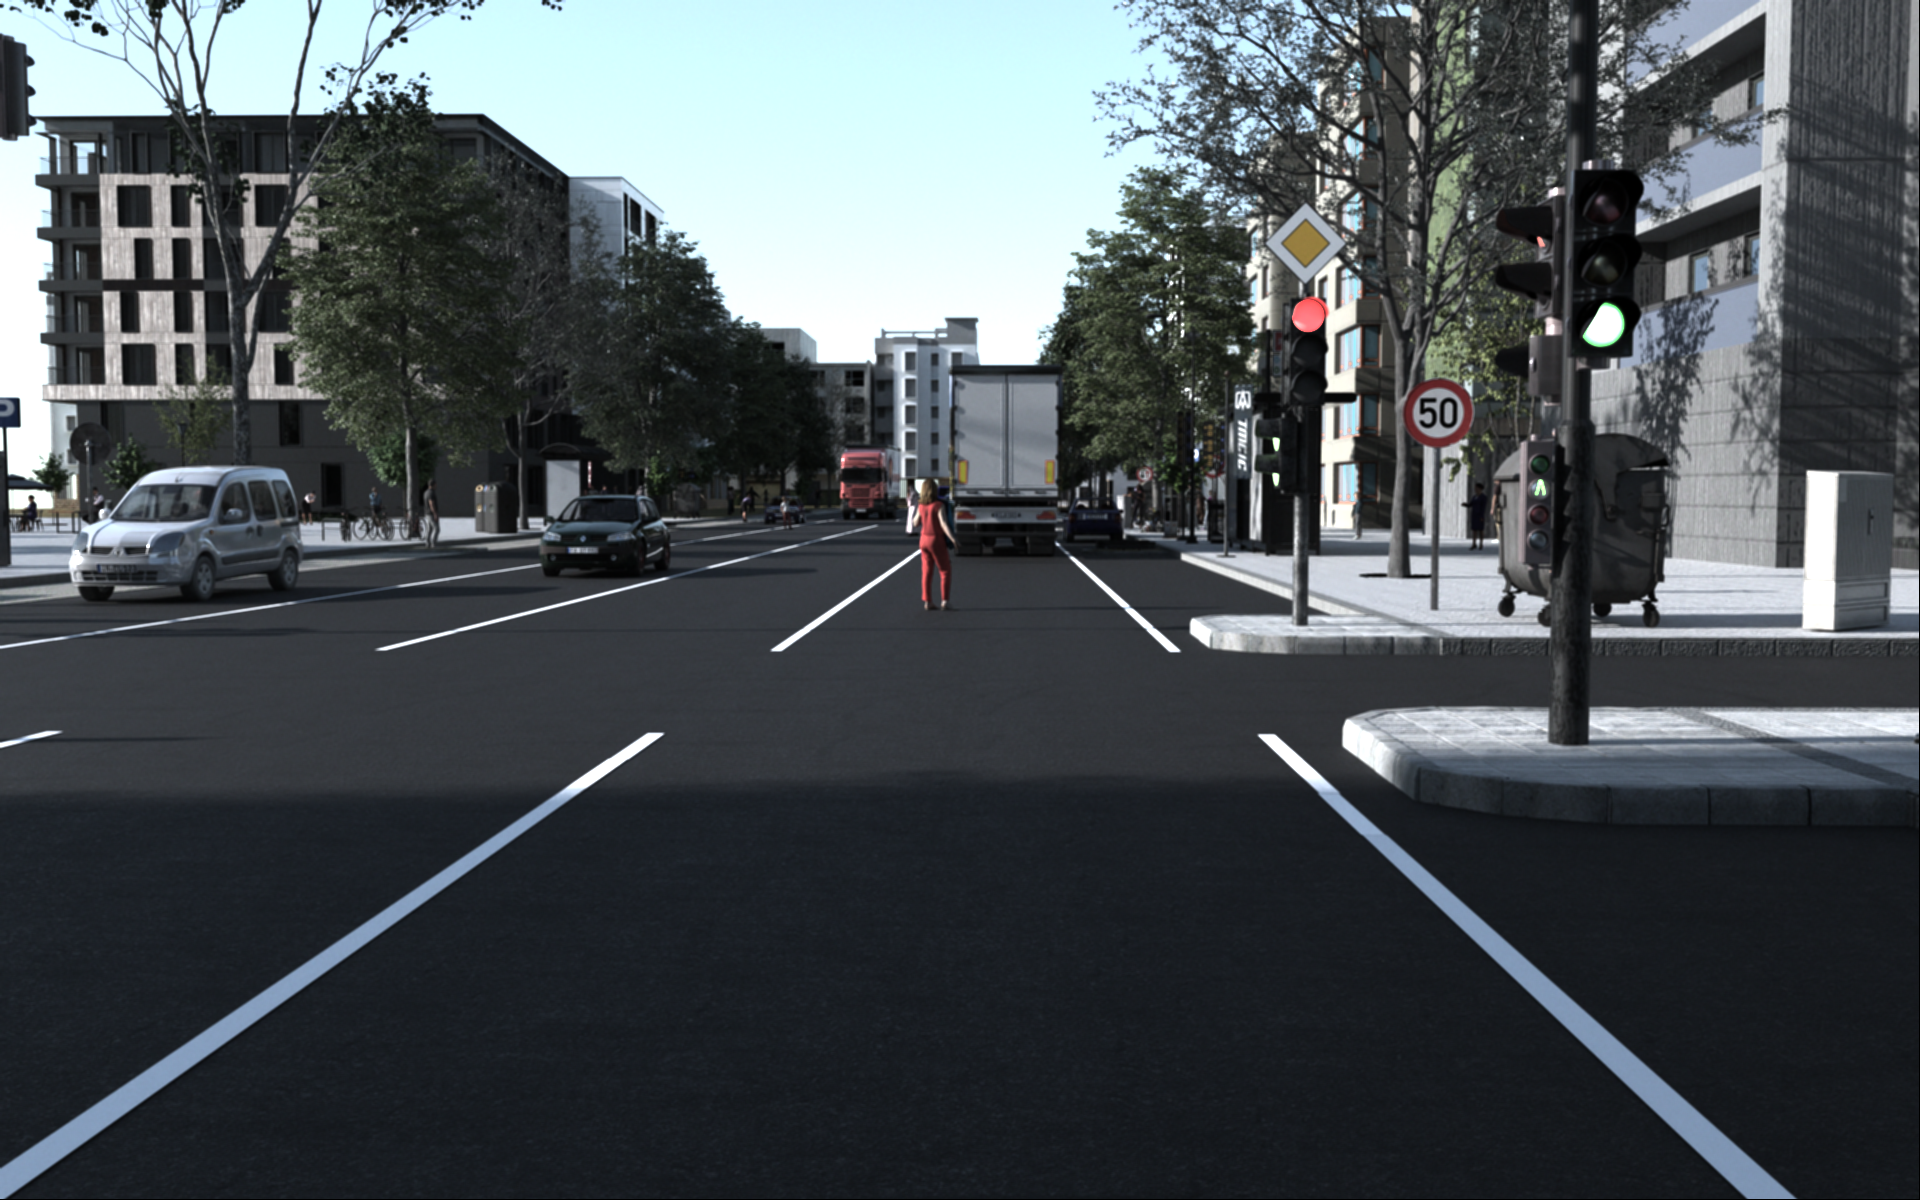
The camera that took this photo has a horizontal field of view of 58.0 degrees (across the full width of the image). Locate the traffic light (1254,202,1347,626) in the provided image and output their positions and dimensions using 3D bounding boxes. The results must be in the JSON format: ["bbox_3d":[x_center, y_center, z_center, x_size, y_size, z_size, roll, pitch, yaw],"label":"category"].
[{"bbox_3d":[3.307,-1.706,16.822,0.839,4.253,0.868,0,4,1],"label":"traffic light"}]

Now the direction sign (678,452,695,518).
[{"bbox_3d":[-14.487,-6.099,91.714,0.876,3.537,0.379,-1,4,-9],"label":"direction sign"}]

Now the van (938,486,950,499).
[{"bbox_3d":[-0.824,-8.247,139.214,2.240,2.365,5.245,0,4,3],"label":"van"}]

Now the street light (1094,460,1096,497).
[{"bbox_3d":[6.634,-7.301,91.910,1.470,5.913,1.316,0,4,1],"label":"street light"}]

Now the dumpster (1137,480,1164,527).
[{"bbox_3d":[7.694,-3.855,68.789,1.264,1.857,1.865,0,4,1],"label":"dumpster"}]

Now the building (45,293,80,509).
[{"bbox_3d":[-71.293,-18.198,153.961,11.380,20.091,16.016,0,4,1],"label":"building"}]

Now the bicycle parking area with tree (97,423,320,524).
[{"bbox_3d":[-31.666,-5.269,73.155,9.016,4.147,8.231,1,4,16],"label":"bicycle parking area with tree"}]

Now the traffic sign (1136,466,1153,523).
[{"bbox_3d":[8.317,-4.762,77.958,0.768,2.556,0.104,0,4,6],"label":"traffic sign"}]

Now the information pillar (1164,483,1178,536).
[{"bbox_3d":[6.413,-2.943,52.611,0.304,2.012,0.304,-3,4,-38],"label":"information pillar"}]

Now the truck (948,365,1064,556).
[{"bbox_3d":[1.057,-3.318,43.164,2.839,4.237,11.283,0,4,1],"label":"truck"}]

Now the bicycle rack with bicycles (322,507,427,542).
[{"bbox_3d":[-16.315,-2.105,47.798,2.852,0.926,2.925,-3,4,-37],"label":"bicycle rack with bicycles"}]

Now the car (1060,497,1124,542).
[{"bbox_3d":[4.022,-2.450,52.633,1.945,1.354,3.894,0,4,2],"label":"car"}]

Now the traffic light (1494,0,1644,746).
[{"bbox_3d":[1.018,-2.084,8.749,4.771,5.953,1.251,0,4,1],"label":"traffic light"}]

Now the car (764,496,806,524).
[{"bbox_3d":[-8.487,-4.370,84.024,1.945,1.354,3.894,0,4,0],"label":"car"}]

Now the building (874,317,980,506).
[{"bbox_3d":[-3.577,-20.517,191.878,11.380,20.091,16.016,0,4,1],"label":"building"}]

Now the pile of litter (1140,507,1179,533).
[{"bbox_3d":[6.664,-2.698,58.080,1.176,0.858,1.719,-2,4,-27],"label":"pile of litter"}]

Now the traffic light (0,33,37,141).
[{"bbox_3d":[-11.656,-2.602,17.205,4.771,5.953,1.251,0,4,1],"label":"traffic light"}]

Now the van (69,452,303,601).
[{"bbox_3d":[-10.861,-1.069,24.490,2.013,2.044,4.112,0,4,3],"label":"van"}]

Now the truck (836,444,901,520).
[{"bbox_3d":[-5.152,-6.795,100.017,2.839,4.237,11.283,0,4,3],"label":"truck"}]

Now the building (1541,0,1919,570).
[{"bbox_3d":[28.259,-29.995,32.414,28.212,58.520,21.231,0,4,1],"label":"building"}]

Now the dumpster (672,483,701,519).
[{"bbox_3d":[-14.264,-5.174,90.356,1.264,1.857,1.865,0,4,1],"label":"dumpster"}]

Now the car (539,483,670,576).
[{"bbox_3d":[-6.377,-1.319,31.353,2.009,1.686,4.222,0,4,0],"label":"car"}]

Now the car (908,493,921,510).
[{"bbox_3d":[-3.731,-8.899,154.536,2.155,1.783,4.494,0,4,0],"label":"car"}]

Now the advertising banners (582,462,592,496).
[{"bbox_3d":[-16.333,-4.855,75.572,0.090,3.025,2.074,-2,4,-25],"label":"advertising banners"}]

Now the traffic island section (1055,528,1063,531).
[{"bbox_3d":[4.600,-2.809,68.786,1.991,0.108,1.994,0,4,1],"label":"traffic island section"}]

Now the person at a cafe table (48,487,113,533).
[{"bbox_3d":[-28.997,-2.991,57.426,1.698,1.524,1.622,3,4,36],"label":"person at a cafe table"}]

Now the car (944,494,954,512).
[{"bbox_3d":[-0.368,-6.538,118.695,2.131,1.459,4.920,0,4,1],"label":"car"}]

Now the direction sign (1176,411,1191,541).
[{"bbox_3d":[6.153,-3.404,47.651,0.379,3.537,0.876,2,4,32],"label":"direction sign"}]

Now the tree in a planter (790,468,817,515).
[{"bbox_3d":[-10.957,-7.499,119.829,1.991,3.239,1.994,0,4,1],"label":"tree in a planter"}]

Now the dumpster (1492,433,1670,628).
[{"bbox_3d":[6.202,-0.708,17.337,1.264,1.857,1.865,0,4,2],"label":"dumpster"}]

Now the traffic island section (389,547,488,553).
[{"bbox_3d":[-12.834,-1.227,42.920,1.991,0.108,1.994,0,4,1],"label":"traffic island section"}]

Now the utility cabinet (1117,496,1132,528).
[{"bbox_3d":[6.208,-3.312,65.314,0.306,1.237,1.020,-1,4,-10],"label":"utility cabinet"}]

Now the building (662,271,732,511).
[{"bbox_3d":[-26.573,-18.156,153.274,11.380,20.091,16.016,0,4,1],"label":"building"}]

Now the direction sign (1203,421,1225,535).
[{"bbox_3d":[7.980,-3.785,53.876,0.876,3.537,0.379,1,4,19],"label":"direction sign"}]

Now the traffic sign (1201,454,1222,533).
[{"bbox_3d":[8.043,-3.362,55.082,0.768,2.556,0.104,0,4,5],"label":"traffic sign"}]

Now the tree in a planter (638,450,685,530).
[{"bbox_3d":[-12.189,-4.437,69.760,1.991,3.239,1.994,0,4,1],"label":"tree in a planter"}]

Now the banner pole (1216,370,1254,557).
[{"bbox_3d":[5.579,-2.751,35.002,0.401,3.779,0.863,-3,5,-44],"label":"banner pole"}]

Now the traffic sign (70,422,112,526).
[{"bbox_3d":[-15.406,-1.871,30.699,0.768,2.556,0.104,0,4,4],"label":"traffic sign"}]

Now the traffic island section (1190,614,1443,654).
[{"bbox_3d":[3.347,0.327,16.935,2.009,0.180,2.903,0,4,1],"label":"traffic island section"}]

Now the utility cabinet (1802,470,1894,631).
[{"bbox_3d":[8.452,-0.475,16.446,1.173,1.500,0.318,-3,5,-39],"label":"utility cabinet"}]

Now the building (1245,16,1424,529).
[{"bbox_3d":[28.636,-14.194,77.115,27.650,21.520,28.899,0,4,1],"label":"building"}]

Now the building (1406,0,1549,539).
[{"bbox_3d":[21.645,-22.709,54.890,14.154,41.232,14.086,0,4,1],"label":"building"}]

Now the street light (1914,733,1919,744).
[{"bbox_3d":[4.558,-2.217,8.791,1.470,5.913,1.316,0,4,1],"label":"street light"}]

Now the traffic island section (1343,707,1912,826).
[{"bbox_3d":[3.152,0.815,8.952,2.009,0.180,2.903,0,4,1],"label":"traffic island section"}]

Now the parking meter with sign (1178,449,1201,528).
[{"bbox_3d":[8.399,-4.300,66.571,1.738,3.016,0.543,-2,4,-32],"label":"parking meter with sign"}]

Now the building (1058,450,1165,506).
[{"bbox_3d":[16.053,-15.040,188.059,28.070,9.664,9.099,0,4,1],"label":"building"}]

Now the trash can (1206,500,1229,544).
[{"bbox_3d":[6.745,-2.042,45.040,0.748,1.137,0.748,0,3,0],"label":"trash can"}]

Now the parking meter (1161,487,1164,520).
[{"bbox_3d":[7.302,-3.273,61.922,0.372,1.533,0.369,0,3,0],"label":"parking meter"}]

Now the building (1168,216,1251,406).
[{"bbox_3d":[30.893,-18.312,143.379,27.936,21.610,32.646,0,4,1],"label":"building"}]

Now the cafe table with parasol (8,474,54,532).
[{"bbox_3d":[-32.054,-3.287,58.607,2.610,1.966,2.610,0,4,4],"label":"cafe table with parasol"}]

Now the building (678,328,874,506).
[{"bbox_3d":[-25.155,-19.958,192.776,31.486,18.905,16.747,0,4,1],"label":"building"}]

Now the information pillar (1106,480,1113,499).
[{"bbox_3d":[7.888,-5.317,91.424,0.304,2.012,0.304,-2,4,-24],"label":"information pillar"}]

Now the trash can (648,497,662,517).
[{"bbox_3d":[-14.194,-4.210,80.485,0.748,1.137,0.748,0,3,0],"label":"trash can"}]

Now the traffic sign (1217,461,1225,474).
[{"bbox_3d":[7.215,-2.790,45.619,0.884,2.594,0.081,0,4,8],"label":"traffic sign"}]

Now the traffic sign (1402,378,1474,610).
[{"bbox_3d":[5.246,-1.160,19.079,0.768,2.556,0.104,0,4,7],"label":"traffic sign"}]

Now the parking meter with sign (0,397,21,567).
[{"bbox_3d":[-17.168,-2.090,30.427,0.543,3.016,1.738,0,4,-3],"label":"parking meter with sign"}]

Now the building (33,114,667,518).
[{"bbox_3d":[-35.681,-16.266,109.919,27.936,21.610,32.646,0,4,1],"label":"building"}]

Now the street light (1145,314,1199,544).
[{"bbox_3d":[5.471,-4.414,44.713,1.470,5.913,1.316,0,4,1],"label":"street light"}]

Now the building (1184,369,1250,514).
[{"bbox_3d":[20.600,-10.488,113.625,9.099,9.664,28.070,0,4,1],"label":"building"}]

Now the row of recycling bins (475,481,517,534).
[{"bbox_3d":[-15.366,-3.081,57.479,1.069,1.692,3.534,-2,4,-24],"label":"row of recycling bins"}]
